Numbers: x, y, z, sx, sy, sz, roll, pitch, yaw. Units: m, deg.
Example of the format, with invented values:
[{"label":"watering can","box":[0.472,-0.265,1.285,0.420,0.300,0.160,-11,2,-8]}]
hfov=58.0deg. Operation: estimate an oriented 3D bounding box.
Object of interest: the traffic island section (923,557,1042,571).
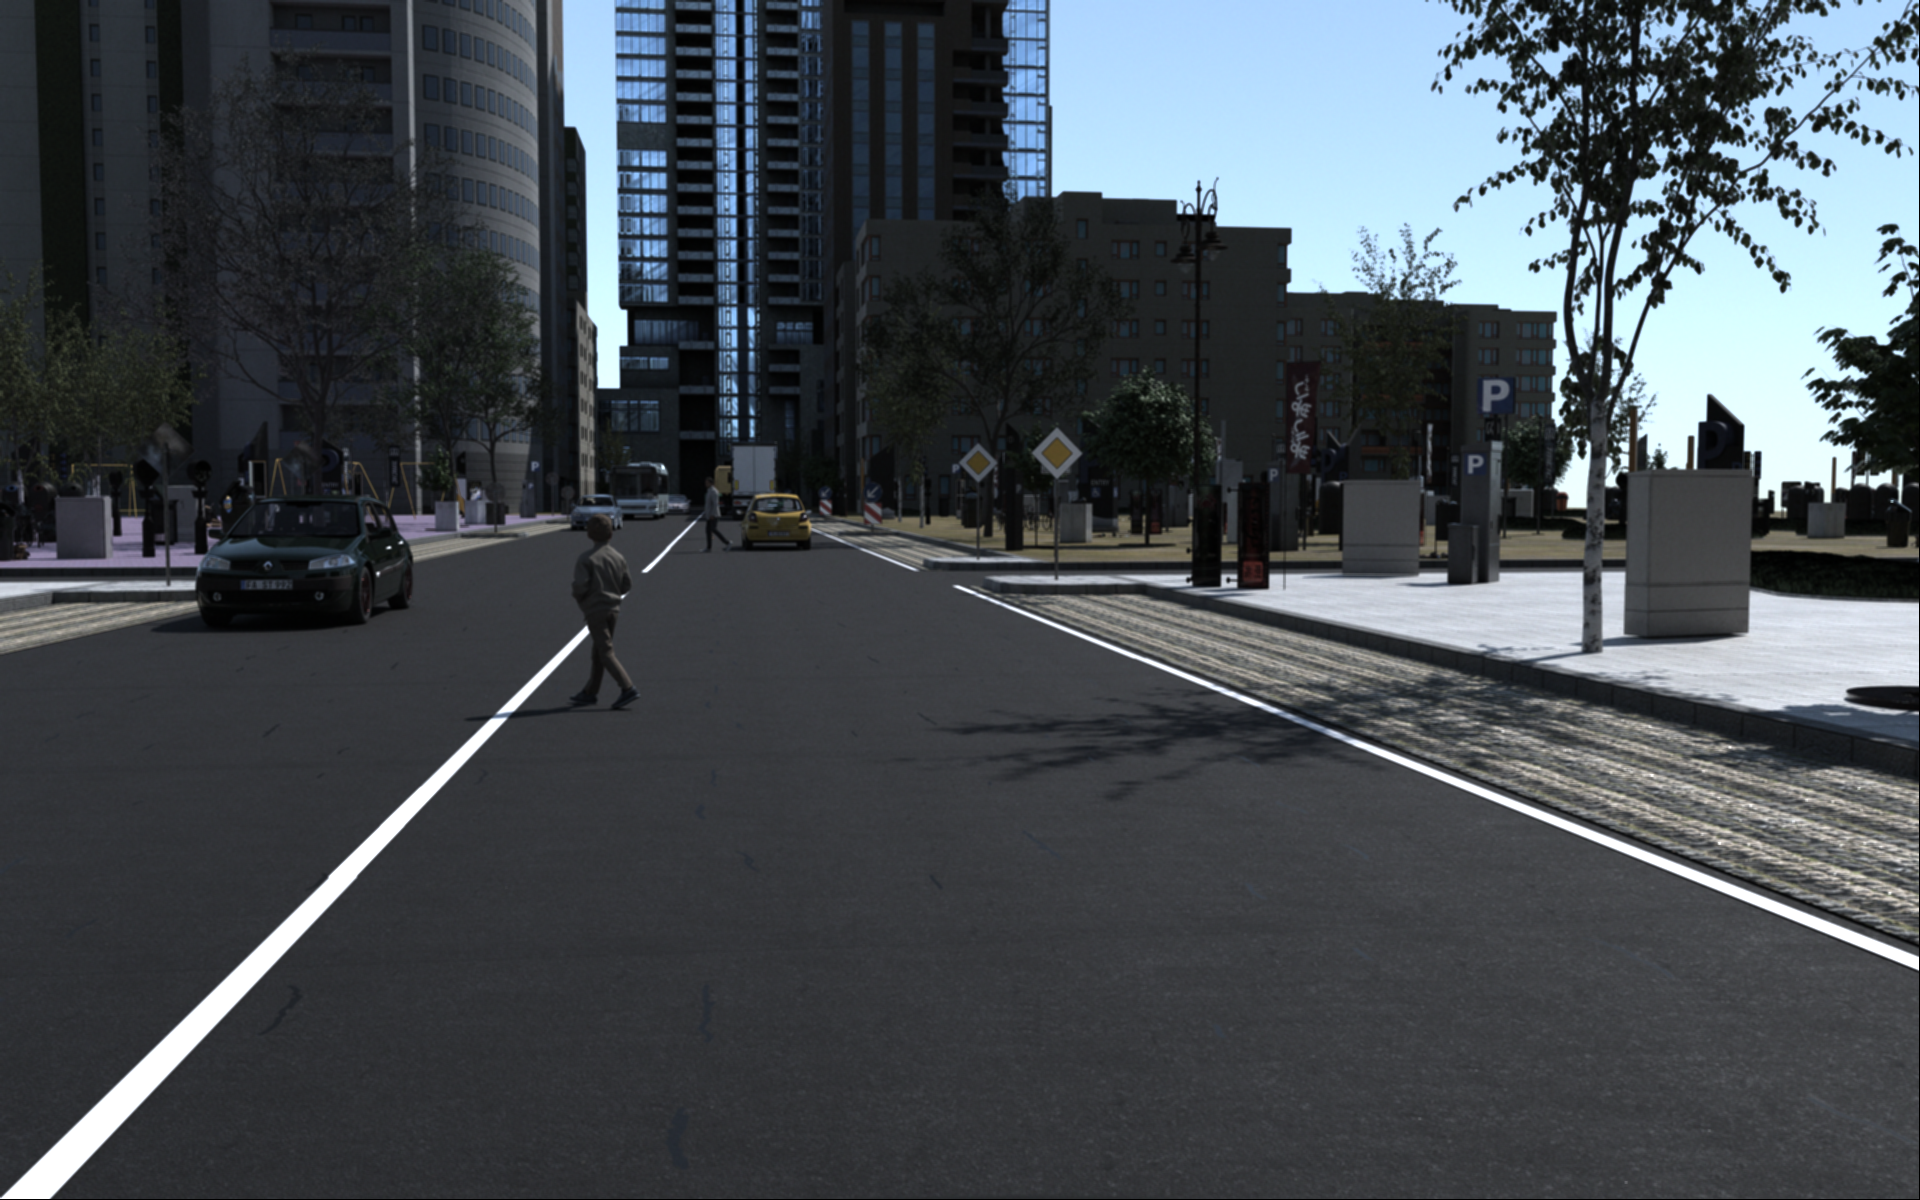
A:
[{"label":"traffic island section","box":[0.373,-0.704,33.788,2.009,0.180,2.903,0,4,-8]}]

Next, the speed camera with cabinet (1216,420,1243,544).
[{"label":"speed camera with cabinet","box":[7.321,-3.146,45.766,0.660,3.252,2.038,0,4,-8]}]

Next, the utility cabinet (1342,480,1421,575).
[{"label":"utility cabinet","box":[6.642,-1.139,27.305,1.173,1.500,0.318,1,4,15]}]

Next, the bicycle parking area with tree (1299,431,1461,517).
[{"label":"bicycle parking area with tree","box":[19.688,-5.768,81.304,9.016,4.147,8.231,0,4,-8]}]

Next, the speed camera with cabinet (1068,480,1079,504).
[{"label":"speed camera with cabinet","box":[6.949,-6.746,104.635,0.660,3.252,2.038,-3,5,-42]}]

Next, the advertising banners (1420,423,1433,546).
[{"label":"advertising banners","box":[11.302,-2.828,42.426,0.090,3.025,2.074,2,4,29]}]

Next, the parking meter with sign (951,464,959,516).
[{"label":"parking meter with sign","box":[-0.019,-6.403,100.947,0.543,3.016,1.738,1,4,15]}]

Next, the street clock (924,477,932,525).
[{"label":"street clock","box":[-1.348,-4.180,72.918,0.358,2.002,0.471,0,4,-7]}]

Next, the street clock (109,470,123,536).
[{"label":"street clock","box":[-25.729,-2.952,52.830,0.358,2.002,0.471,0,4,-4]}]

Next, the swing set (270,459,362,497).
[{"label":"swing set","box":[-28.728,-4.845,76.830,3.119,2.851,2.862,0,4,1]}]

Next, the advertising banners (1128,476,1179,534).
[{"label":"advertising banners","box":[6.227,-3.613,55.258,2.074,3.025,0.090,3,5,43]}]

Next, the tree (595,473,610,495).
[{"label":"tree","box":[-32.004,-9.838,155.452,1.663,3.219,1.824,0,3,0]}]

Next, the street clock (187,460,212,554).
[{"label":"street clock","box":[-16.221,-1.982,36.978,0.358,2.002,0.471,2,4,24]}]

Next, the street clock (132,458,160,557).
[{"label":"street clock","box":[-16.484,-1.869,35.136,0.471,2.002,0.358,-3,5,-43]}]

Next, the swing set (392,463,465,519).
[{"label":"swing set","box":[-26.877,-5.453,86.776,3.119,2.851,2.862,1,4,12]}]

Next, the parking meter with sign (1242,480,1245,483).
[{"label":"parking meter with sign","box":[14.838,-5.886,92.495,1.738,3.016,0.543,1,4,23]}]

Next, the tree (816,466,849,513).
[{"label":"tree","box":[-8.537,-7.472,116.774,1.663,3.219,1.824,0,3,0]}]

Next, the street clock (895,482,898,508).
[{"label":"street clock","box":[-3.858,-6.098,104.276,0.471,2.002,0.358,2,4,32]}]

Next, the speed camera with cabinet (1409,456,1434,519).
[{"label":"speed camera with cabinet","box":[24.022,-5.863,90.193,0.660,3.252,2.038,3,4,38]}]

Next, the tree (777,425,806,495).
[{"label":"tree","box":[-17.777,-14.340,184.828,4.737,8.622,4.395,0,3,0]}]

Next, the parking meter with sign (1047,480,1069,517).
[{"label":"parking meter with sign","box":[5.693,-6.117,96.279,1.738,3.016,0.543,0,4,1]}]

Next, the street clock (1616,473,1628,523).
[{"label":"street clock","box":[23.318,-3.447,60.928,0.358,2.002,0.471,-3,4,-36]}]

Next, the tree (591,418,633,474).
[{"label":"tree","box":[-32.832,-13.084,164.287,4.737,8.622,4.395,0,3,0]}]

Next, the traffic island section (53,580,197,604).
[{"label":"traffic island section","box":[-11.066,-0.115,24.168,2.009,0.180,2.903,0,4,-8]}]

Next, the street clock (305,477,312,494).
[{"label":"street clock","box":[-26.306,-3.990,69.799,0.358,2.002,0.471,-1,4,-22]}]

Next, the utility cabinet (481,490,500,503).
[{"label":"utility cabinet","box":[-27.120,-5.576,99.846,0.318,1.500,1.173,3,5,43]}]

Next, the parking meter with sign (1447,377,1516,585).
[{"label":"parking meter with sign","box":[7.571,-1.772,25.241,0.543,3.016,1.738,2,4,32]}]

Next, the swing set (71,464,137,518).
[{"label":"swing set","box":[-45.494,-5.784,92.184,3.119,2.851,2.862,-2,4,-32]}]

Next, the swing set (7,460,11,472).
[{"label":"swing set","box":[-44.315,-5.035,79.946,3.119,2.851,2.862,0,4,5]}]

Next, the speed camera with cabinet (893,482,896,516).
[{"label":"speed camera with cabinet","box":[-3.817,-6.028,92.892,0.660,3.252,2.038,0,4,3]}]

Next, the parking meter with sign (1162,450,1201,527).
[{"label":"parking meter with sign","box":[8.447,-4.323,66.948,1.738,3.016,0.543,-2,4,-28]}]

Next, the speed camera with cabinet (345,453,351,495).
[{"label":"speed camera with cabinet","box":[-29.555,-5.363,82.016,2.038,3.252,0.660,0,4,3]}]

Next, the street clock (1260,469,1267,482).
[{"label":"street clock","box":[8.910,-2.773,49.914,0.471,2.002,0.358,-1,4,-21]}]

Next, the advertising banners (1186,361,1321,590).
[{"label":"advertising banners","box":[3.960,-1.668,23.457,2.074,3.025,0.090,3,5,42]}]

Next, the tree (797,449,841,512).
[{"label":"tree","box":[-10.247,-8.721,126.303,4.285,4.588,4.351,0,3,0]}]

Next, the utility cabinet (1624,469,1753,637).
[{"label":"utility cabinet","box":[6.558,-0.424,15.611,1.173,1.500,0.318,-1,4,-22]}]

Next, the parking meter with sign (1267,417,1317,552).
[{"label":"parking meter with sign","box":[7.232,-2.608,38.903,1.738,3.016,0.543,-3,5,-41]}]

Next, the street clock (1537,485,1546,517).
[{"label":"street clock","box":[24.907,-4.265,74.304,0.358,2.002,0.471,-1,4,-21]}]

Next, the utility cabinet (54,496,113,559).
[{"label":"utility cabinet","box":[-17.424,-1.425,34.462,1.020,1.237,0.306,0,4,5]}]

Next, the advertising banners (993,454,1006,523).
[{"label":"advertising banners","box":[2.039,-4.937,76.913,0.090,3.025,2.074,3,5,42]}]

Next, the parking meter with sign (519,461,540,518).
[{"label":"parking meter with sign","box":[-23.088,-5.899,92.715,0.543,3.016,1.738,-3,4,-38]}]

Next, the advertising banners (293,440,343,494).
[{"label":"advertising banners","box":[-21.189,-3.732,57.209,0.090,3.025,2.074,2,4,25]}]

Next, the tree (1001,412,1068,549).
[{"label":"tree","box":[1.766,-2.848,41.168,1.663,3.219,1.824,0,3,0]}]

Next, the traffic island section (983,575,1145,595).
[{"label":"traffic island section","box":[1.459,-0.220,25.877,2.009,0.180,2.903,0,4,-8]}]

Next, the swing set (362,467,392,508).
[{"label":"swing set","box":[-29.918,-5.357,85.212,2.862,2.851,3.119,0,4,-5]}]

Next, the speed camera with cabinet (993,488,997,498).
[{"label":"speed camera with cabinet","box":[2.272,-5.929,91.273,2.038,3.252,0.660,1,4,12]}]

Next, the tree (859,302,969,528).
[{"label":"tree","box":[-1.677,-7.026,65.246,4.737,8.622,4.395,0,3,0]}]

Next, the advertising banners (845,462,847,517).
[{"label":"advertising banners","box":[-6.233,-6.030,94.774,0.090,3.025,2.074,0,4,-2]}]

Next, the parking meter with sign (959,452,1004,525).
[{"label":"parking meter with sign","box":[0.931,-4.604,71.533,1.738,3.016,0.543,0,4,4]}]

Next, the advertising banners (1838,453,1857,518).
[{"label":"advertising banners","box":[36.418,-4.582,71.101,0.090,3.025,2.074,1,4,11]}]

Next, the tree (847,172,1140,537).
[{"label":"tree","box":[0.843,-7.142,51.183,8.767,10.594,7.601,0,4,-4]}]
